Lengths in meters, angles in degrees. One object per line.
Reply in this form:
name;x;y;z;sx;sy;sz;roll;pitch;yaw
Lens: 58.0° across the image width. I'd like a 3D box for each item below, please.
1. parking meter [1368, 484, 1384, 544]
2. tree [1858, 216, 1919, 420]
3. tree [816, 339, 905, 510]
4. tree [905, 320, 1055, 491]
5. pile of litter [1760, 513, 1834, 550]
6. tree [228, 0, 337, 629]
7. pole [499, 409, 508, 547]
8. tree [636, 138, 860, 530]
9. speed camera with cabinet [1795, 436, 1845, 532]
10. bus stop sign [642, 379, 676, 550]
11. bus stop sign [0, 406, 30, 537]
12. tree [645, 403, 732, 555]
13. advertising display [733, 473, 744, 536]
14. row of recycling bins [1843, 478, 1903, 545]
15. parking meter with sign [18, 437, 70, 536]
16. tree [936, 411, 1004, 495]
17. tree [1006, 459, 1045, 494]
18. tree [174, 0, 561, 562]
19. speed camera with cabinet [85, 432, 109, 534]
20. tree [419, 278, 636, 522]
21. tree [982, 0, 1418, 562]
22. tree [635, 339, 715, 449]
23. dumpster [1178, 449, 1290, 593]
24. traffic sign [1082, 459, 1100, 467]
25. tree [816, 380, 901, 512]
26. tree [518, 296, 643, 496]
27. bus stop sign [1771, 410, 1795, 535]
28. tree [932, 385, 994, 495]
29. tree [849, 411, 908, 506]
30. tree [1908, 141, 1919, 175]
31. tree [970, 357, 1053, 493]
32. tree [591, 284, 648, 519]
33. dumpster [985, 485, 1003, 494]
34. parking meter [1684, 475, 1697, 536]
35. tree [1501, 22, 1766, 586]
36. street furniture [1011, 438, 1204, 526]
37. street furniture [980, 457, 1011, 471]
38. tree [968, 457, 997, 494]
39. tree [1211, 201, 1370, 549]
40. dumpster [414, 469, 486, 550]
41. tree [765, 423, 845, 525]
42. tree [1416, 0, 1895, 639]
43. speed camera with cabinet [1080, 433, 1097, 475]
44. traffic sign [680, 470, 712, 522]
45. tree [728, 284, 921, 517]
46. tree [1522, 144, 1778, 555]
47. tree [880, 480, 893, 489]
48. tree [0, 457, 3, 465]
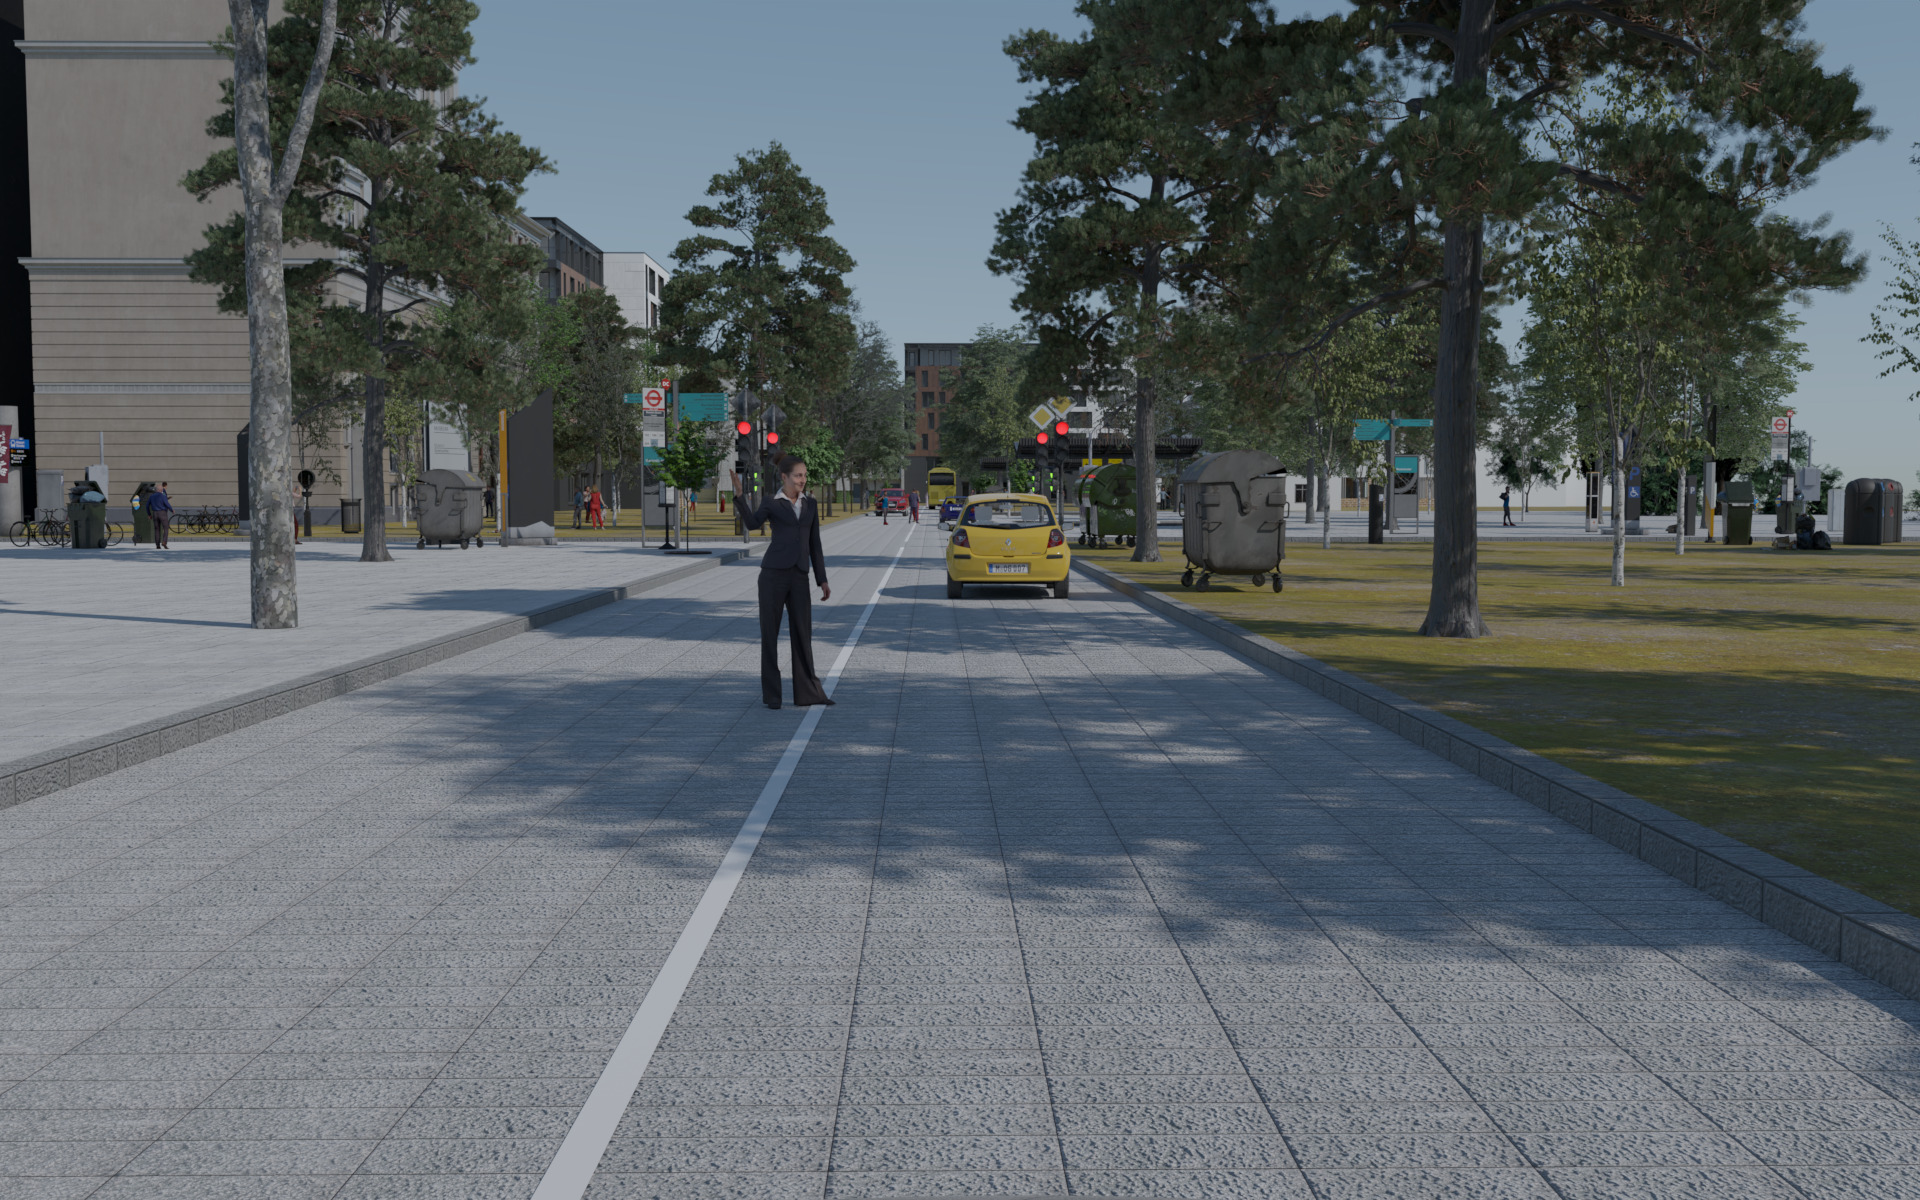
parking meter;10.683;-2.206;44.474;0.372;1.533;0.369;0;3;0
tree;21.549;-5.265;36.449;4.737;8.622;4.395;0;3;0
tree;-7.781;-14.348;141.238;9.857;13.997;8.962;0;3;0
tree;2.766;-13.379;125.407;9.857;13.997;8.962;0;3;0
pile of litter;19.313;-1.590;39.956;1.719;0.858;1.176;1;4;8
tree;-7.407;-9.719;14.801;12.611;20.169;13.585;0;3;0
pole;-10.970;-2.923;41.632;0.158;3.312;0.155;0;3;0
tree;-7.439;-9.448;61.905;7.806;13.903;7.818;0;3;0
speed camera with cabinet;29.888;-3.989;59.549;2.038;3.252;0.660;1;4;12
bus stop sign;-6.944;-3.133;39.921;0.416;3.939;0.855;3;5;44
bus stop sign;-28.573;-3.851;51.977;0.837;3.901;0.837;1;4;10
tree;-5.905;-2.603;37.164;1.663;3.219;1.824;0;3;0
advertising display;-6.799;-2.949;53.433;0.123;1.923;0.974;-2;4;-25
row of recycling bins;23.694;-2.317;44.992;1.069;1.692;3.534;3;4;38
parking meter with sign;-28.095;-3.502;53.516;1.738;3.016;0.543;-1;4;-15
tree;1.488;-15.876;193.982;7.601;10.594;8.767;2;4;31
tree;2.822;-5.209;79.761;1.663;3.219;1.824;0;3;0
tree;-11.127;-6.766;32.683;6.751;12.117;7.091;0;3;0
speed camera with cabinet;-27.815;-3.742;55.510;0.660;3.252;2.038;-3;4;-36
tree;-21.128;-9.398;79.416;9.928;11.665;9.643;0;3;0
tree;3.526;-6.763;32.639;6.751;12.117;7.091;0;3;0
tree;-18.996;-11.198;108.842;9.928;11.665;9.643;0;3;0
dumpster;3.656;-1.065;23.169;1.264;1.857;1.865;0;4;-1
traffic sign;7.840;-6.210;95.412;2.265;3.308;0.079;0;4;3
tree;-8.534;-11.621;124.418;7.601;10.594;8.767;2;4;24
tree;-21.462;-11.050;98.797;7.486;12.596;7.792;0;3;0
bus stop sign;26.081;-4.051;54.937;0.855;3.939;0.416;-1;4;-14
tree;0.933;-16.047;180.488;7.486;12.596;7.792;0;3;0
tree;-9.394;-16.120;189.311;9.928;11.665;9.643;0;3;0
tree;17.885;-5.488;24.149;8.767;10.594;7.601;2;4;32
tree;2.886;-8.774;93.814;4.737;8.622;4.395;0;3;0
tree;-18.745;-10.228;89.291;6.751;12.117;7.091;0;3;0
dumpster;2.316;-6.728;115.759;1.264;1.857;1.865;0;4;-1
parking meter;22.317;-2.896;53.054;0.399;1.863;0.255;-2;4;-24
tree;8.996;-4.489;23.765;4.737;8.622;4.395;0;3;0
street furniture;6.015;-4.873;71.774;7.346;3.524;5.398;0;4;-1
street furniture;4.978;-7.147;108.954;7.346;3.524;5.398;0;4;-1
tree;2.077;-10.038;147.829;4.285;4.588;4.351;0;3;0
tree;8.729;-5.506;40.380;4.737;8.622;4.395;0;3;0
dumpster;-11.904;-2.119;40.405;1.264;1.857;1.865;0;4;-1
tree;-6.374;-5.340;71.024;4.285;4.588;4.351;0;3;0
tree;4.511;-5.712;15.441;6.751;12.117;7.091;0;3;0
speed camera with cabinet;4.908;-3.761;55.831;2.038;3.252;0.660;1;4;19
traffic sign;-12.561;-5.263;79.920;2.265;3.308;0.079;0;4;5
tree;-7.284;-11.398;96.734;12.009;13.543;11.850;0;3;0
tree;15.146;-5.282;36.717;4.360;8.622;3.978;0;3;0
tree;-8.615;-12.768;203.361;1.663;3.219;1.824;0;3;0
tree;-19.990;-2.418;34.133;1.663;3.219;1.824;0;3;0
